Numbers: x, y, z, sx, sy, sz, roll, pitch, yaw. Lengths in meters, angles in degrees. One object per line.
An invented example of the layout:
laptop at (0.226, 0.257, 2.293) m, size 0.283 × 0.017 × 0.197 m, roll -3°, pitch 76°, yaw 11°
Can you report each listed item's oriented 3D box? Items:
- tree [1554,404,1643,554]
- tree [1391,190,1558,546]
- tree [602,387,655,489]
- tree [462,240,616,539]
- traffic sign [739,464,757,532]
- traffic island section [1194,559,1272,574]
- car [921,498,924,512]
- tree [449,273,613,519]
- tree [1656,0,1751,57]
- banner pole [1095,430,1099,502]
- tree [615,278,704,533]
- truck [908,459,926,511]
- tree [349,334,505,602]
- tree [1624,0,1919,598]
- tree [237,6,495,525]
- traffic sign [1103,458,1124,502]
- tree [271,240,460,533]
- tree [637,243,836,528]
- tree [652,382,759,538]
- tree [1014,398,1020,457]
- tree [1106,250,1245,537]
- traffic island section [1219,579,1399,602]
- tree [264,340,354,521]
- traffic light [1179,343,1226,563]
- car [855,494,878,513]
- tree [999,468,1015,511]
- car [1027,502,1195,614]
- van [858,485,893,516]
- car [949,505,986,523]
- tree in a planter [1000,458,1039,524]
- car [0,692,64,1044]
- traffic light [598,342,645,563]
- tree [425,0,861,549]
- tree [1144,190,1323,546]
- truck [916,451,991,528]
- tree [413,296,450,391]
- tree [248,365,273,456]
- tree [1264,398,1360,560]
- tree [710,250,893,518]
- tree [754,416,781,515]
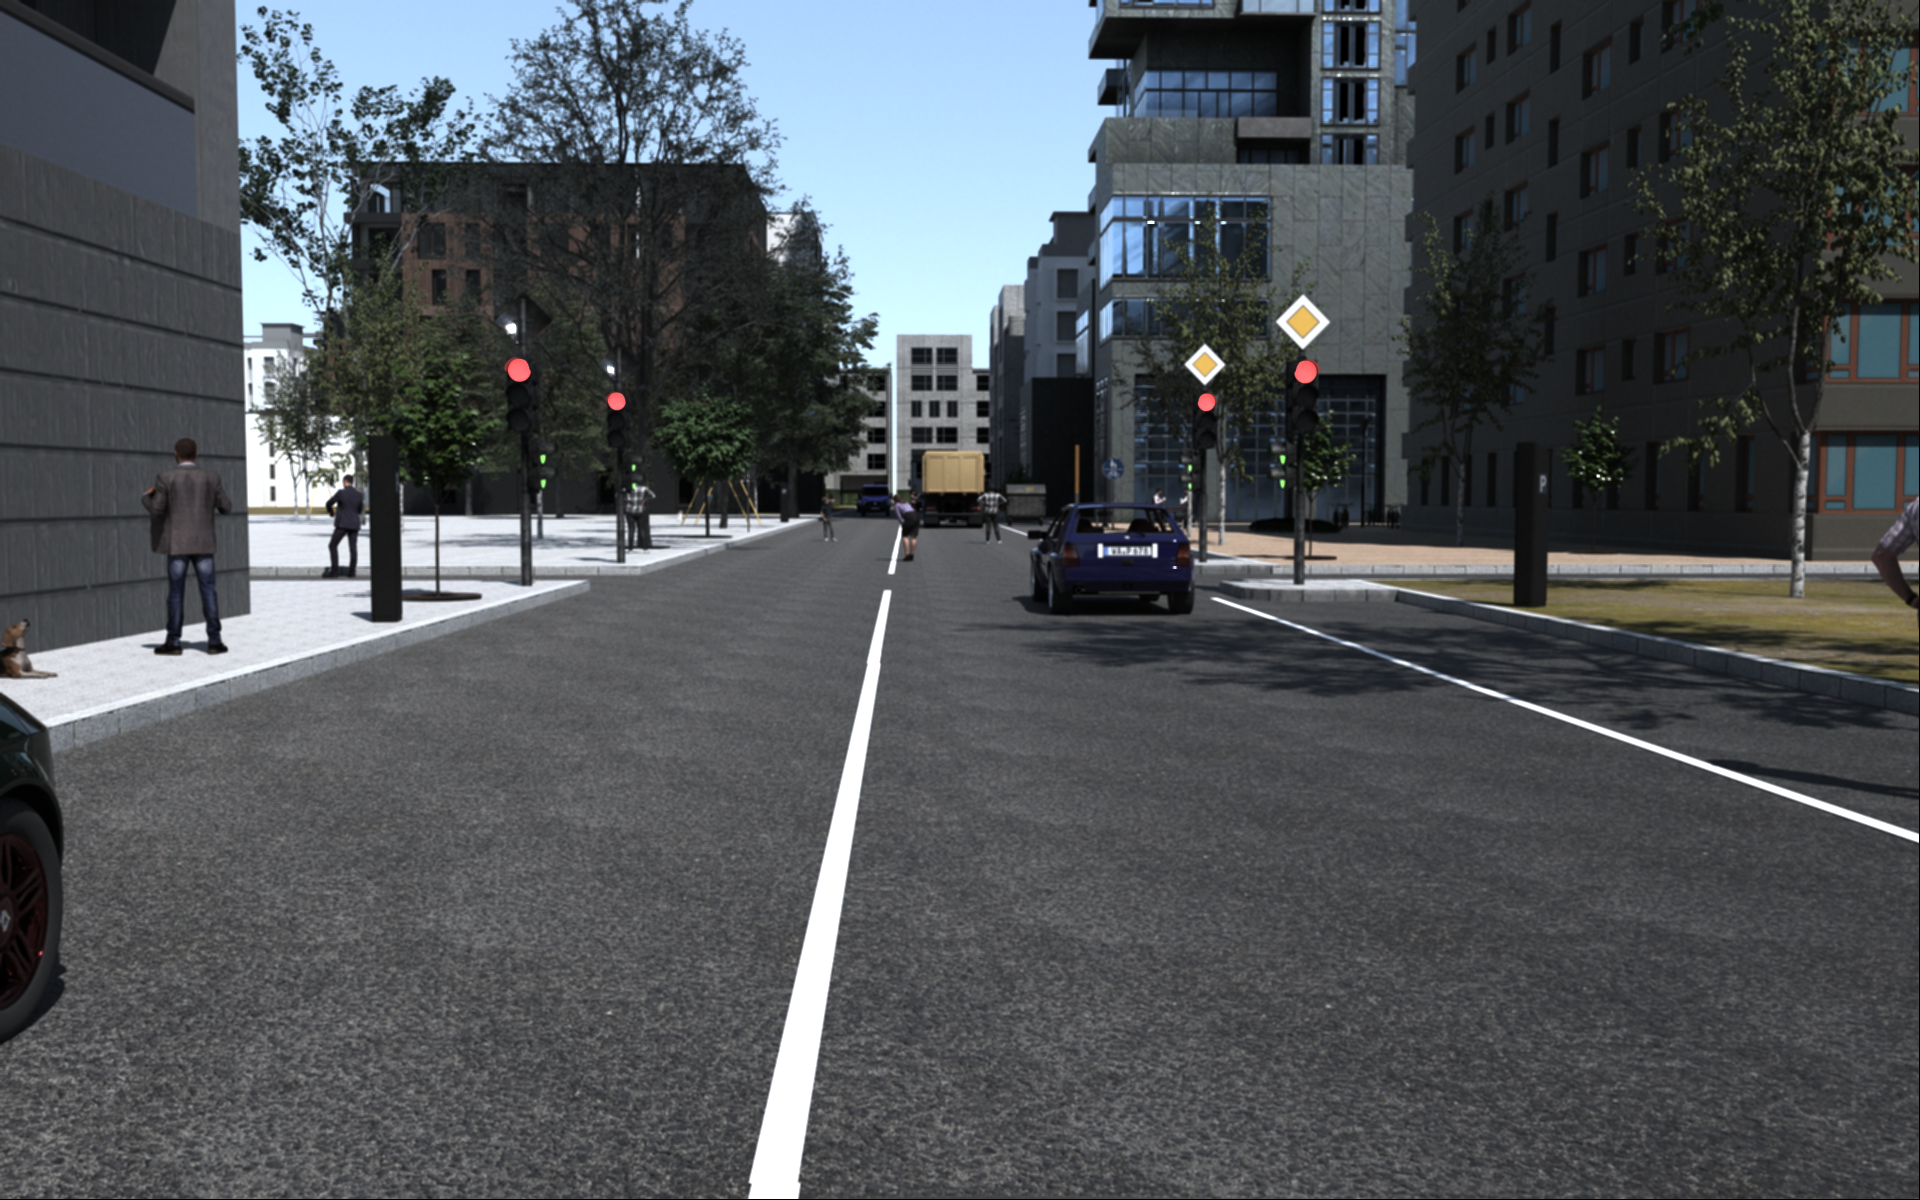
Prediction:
tree at (13.795, -2.608, 37.243) m, size 1.663 × 3.219 × 1.824 m, roll 0°, pitch 3°, yaw 0°
tree at (12.595, -5.670, 43.067) m, size 4.737 × 8.622 × 4.395 m, roll 0°, pitch 3°, yaw 0°
tree at (-20.058, -9.423, 104.436) m, size 4.737 × 8.622 × 4.395 m, roll 0°, pitch 3°, yaw 0°
tree at (-12.042, -6.058, 49.410) m, size 4.360 × 8.622 × 3.978 m, roll 0°, pitch 3°, yaw 0°
traffic sign at (-7.130, -3.438, 58.334) m, size 0.606 × 2.300 × 0.079 m, roll 0°, pitch 4°, yaw -1°
traffic island section at (4.579, -0.626, 32.514) m, size 2.009 × 0.180 × 2.903 m, roll 0°, pitch 4°, yaw -2°
car at (-2.150, -7.796, 137.063) m, size 1.945 × 1.707 × 3.694 m, roll 0°, pitch 4°, yaw -2°
tree at (-20.834, -10.410, 88.337) m, size 7.486 × 12.596 × 7.792 m, roll 0°, pitch 3°, yaw 0°
tree at (7.081, -5.160, 10.130) m, size 9.928 × 11.665 × 9.643 m, roll 0°, pitch 3°, yaw 0°
banner pole at (5.351, -4.760, 67.837) m, size 0.401 × 3.779 × 0.863 m, roll 0°, pitch 4°, yaw -3°
tree at (-10.470, -6.493, 56.529) m, size 4.360 × 8.622 × 3.978 m, roll 0°, pitch 3°, yaw 0°
truck at (-2.913, -9.595, 145.798) m, size 2.839 × 4.237 × 11.283 m, roll 0°, pitch 4°, yaw -2°
tree at (-6.421, -1.626, 21.180) m, size 1.663 × 3.219 × 1.824 m, roll 0°, pitch 3°, yaw 0°
tree at (10.457, -4.352, 21.511) m, size 4.737 × 8.622 × 4.395 m, roll 0°, pitch 3°, yaw 0°
tree at (-26.102, -13.110, 70.241) m, size 12.611 × 20.169 × 13.585 m, roll 0°, pitch 3°, yaw 0°
traffic sign at (5.392, -3.723, 60.982) m, size 0.768 × 2.556 × 0.104 m, roll 0°, pitch 4°, yaw -1°
tree at (-17.262, -6.136, 50.683) m, size 4.737 × 8.622 × 4.395 m, roll 0°, pitch 3°, yaw 0°
tree at (-8.522, -7.941, 64.241) m, size 7.601 × 10.594 × 8.767 m, roll 1°, pitch 4°, yaw 17°
tree at (-7.386, -4.108, 50.883) m, size 4.285 × 4.588 × 4.351 m, roll 0°, pitch 3°, yaw 0°
tree at (5.272, -9.866, 111.674) m, size 4.737 × 8.622 × 4.395 m, roll 0°, pitch 3°, yaw 0°
tree at (6.646, -6.186, 51.496) m, size 4.360 × 8.622 × 3.978 m, roll 0°, pitch 3°, yaw 0°
traffic island section at (4.823, -0.138, 24.533) m, size 2.009 × 0.180 × 2.903 m, roll 0°, pitch 4°, yaw -2°
tree at (-31.133, -8.113, 83.011) m, size 4.360 × 8.622 × 3.978 m, roll 0°, pitch 3°, yaw 0°
traffic light at (4.539, -2.659, 32.399) m, size 0.839 × 4.253 × 0.868 m, roll 0°, pitch 4°, yaw -2°
car at (-7.211, -7.709, 135.829) m, size 2.009 × 1.686 × 4.222 m, roll 0°, pitch 4°, yaw -2°
tree at (3.810, -8.402, 131.966) m, size 1.663 × 3.219 × 1.824 m, roll 0°, pitch 3°, yaw 0°
car at (1.869, -0.578, 22.027) m, size 1.945 × 1.354 × 3.894 m, roll 0°, pitch 4°, yaw -2°
van at (-5.500, -6.642, 112.983) m, size 2.240 × 2.365 × 5.245 m, roll 0°, pitch 4°, yaw -2°
car at (0.371, -4.669, 86.126) m, size 2.009 × 1.686 × 4.222 m, roll 0°, pitch 4°, yaw -3°
tree in a planter at (2.976, -5.360, 84.860) m, size 1.991 × 3.239 × 1.994 m, roll 0°, pitch 4°, yaw -2°
car at (-3.262, 0.409, 3.093) m, size 2.009 × 1.686 × 4.222 m, roll 0°, pitch 4°, yaw -2°
traffic light at (-6.277, -2.638, 32.054) m, size 0.839 × 4.253 × 0.868 m, roll 0°, pitch 4°, yaw -2°
tree at (-7.604, -7.959, 40.492) m, size 12.009 × 13.543 × 11.850 m, roll 0°, pitch 3°, yaw 0°
tree at (6.768, -5.659, 42.895) m, size 4.737 × 8.622 × 4.395 m, roll 0°, pitch 3°, yaw 0°
truck at (-0.287, -4.916, 76.299) m, size 3.469 × 3.379 × 9.791 m, roll 0°, pitch 3°, yaw 0°
tree at (-28.698, -11.099, 99.591) m, size 7.486 × 12.596 × 7.792 m, roll 0°, pitch 3°, yaw 0°
tree at (-34.924, -8.583, 90.686) m, size 4.737 × 8.622 × 4.395 m, roll 0°, pitch 3°, yaw 0°
tree at (7.034, -2.411, 34.028) m, size 1.663 × 3.219 × 1.824 m, roll 0°, pitch 3°, yaw 0°
tree at (-8.697, -11.279, 91.069) m, size 9.857 × 13.997 × 8.962 m, roll 0°, pitch 3°, yaw 0°
tree at (-12.285, -9.378, 103.688) m, size 4.360 × 8.622 × 3.978 m, roll 0°, pitch 3°, yaw 0°
